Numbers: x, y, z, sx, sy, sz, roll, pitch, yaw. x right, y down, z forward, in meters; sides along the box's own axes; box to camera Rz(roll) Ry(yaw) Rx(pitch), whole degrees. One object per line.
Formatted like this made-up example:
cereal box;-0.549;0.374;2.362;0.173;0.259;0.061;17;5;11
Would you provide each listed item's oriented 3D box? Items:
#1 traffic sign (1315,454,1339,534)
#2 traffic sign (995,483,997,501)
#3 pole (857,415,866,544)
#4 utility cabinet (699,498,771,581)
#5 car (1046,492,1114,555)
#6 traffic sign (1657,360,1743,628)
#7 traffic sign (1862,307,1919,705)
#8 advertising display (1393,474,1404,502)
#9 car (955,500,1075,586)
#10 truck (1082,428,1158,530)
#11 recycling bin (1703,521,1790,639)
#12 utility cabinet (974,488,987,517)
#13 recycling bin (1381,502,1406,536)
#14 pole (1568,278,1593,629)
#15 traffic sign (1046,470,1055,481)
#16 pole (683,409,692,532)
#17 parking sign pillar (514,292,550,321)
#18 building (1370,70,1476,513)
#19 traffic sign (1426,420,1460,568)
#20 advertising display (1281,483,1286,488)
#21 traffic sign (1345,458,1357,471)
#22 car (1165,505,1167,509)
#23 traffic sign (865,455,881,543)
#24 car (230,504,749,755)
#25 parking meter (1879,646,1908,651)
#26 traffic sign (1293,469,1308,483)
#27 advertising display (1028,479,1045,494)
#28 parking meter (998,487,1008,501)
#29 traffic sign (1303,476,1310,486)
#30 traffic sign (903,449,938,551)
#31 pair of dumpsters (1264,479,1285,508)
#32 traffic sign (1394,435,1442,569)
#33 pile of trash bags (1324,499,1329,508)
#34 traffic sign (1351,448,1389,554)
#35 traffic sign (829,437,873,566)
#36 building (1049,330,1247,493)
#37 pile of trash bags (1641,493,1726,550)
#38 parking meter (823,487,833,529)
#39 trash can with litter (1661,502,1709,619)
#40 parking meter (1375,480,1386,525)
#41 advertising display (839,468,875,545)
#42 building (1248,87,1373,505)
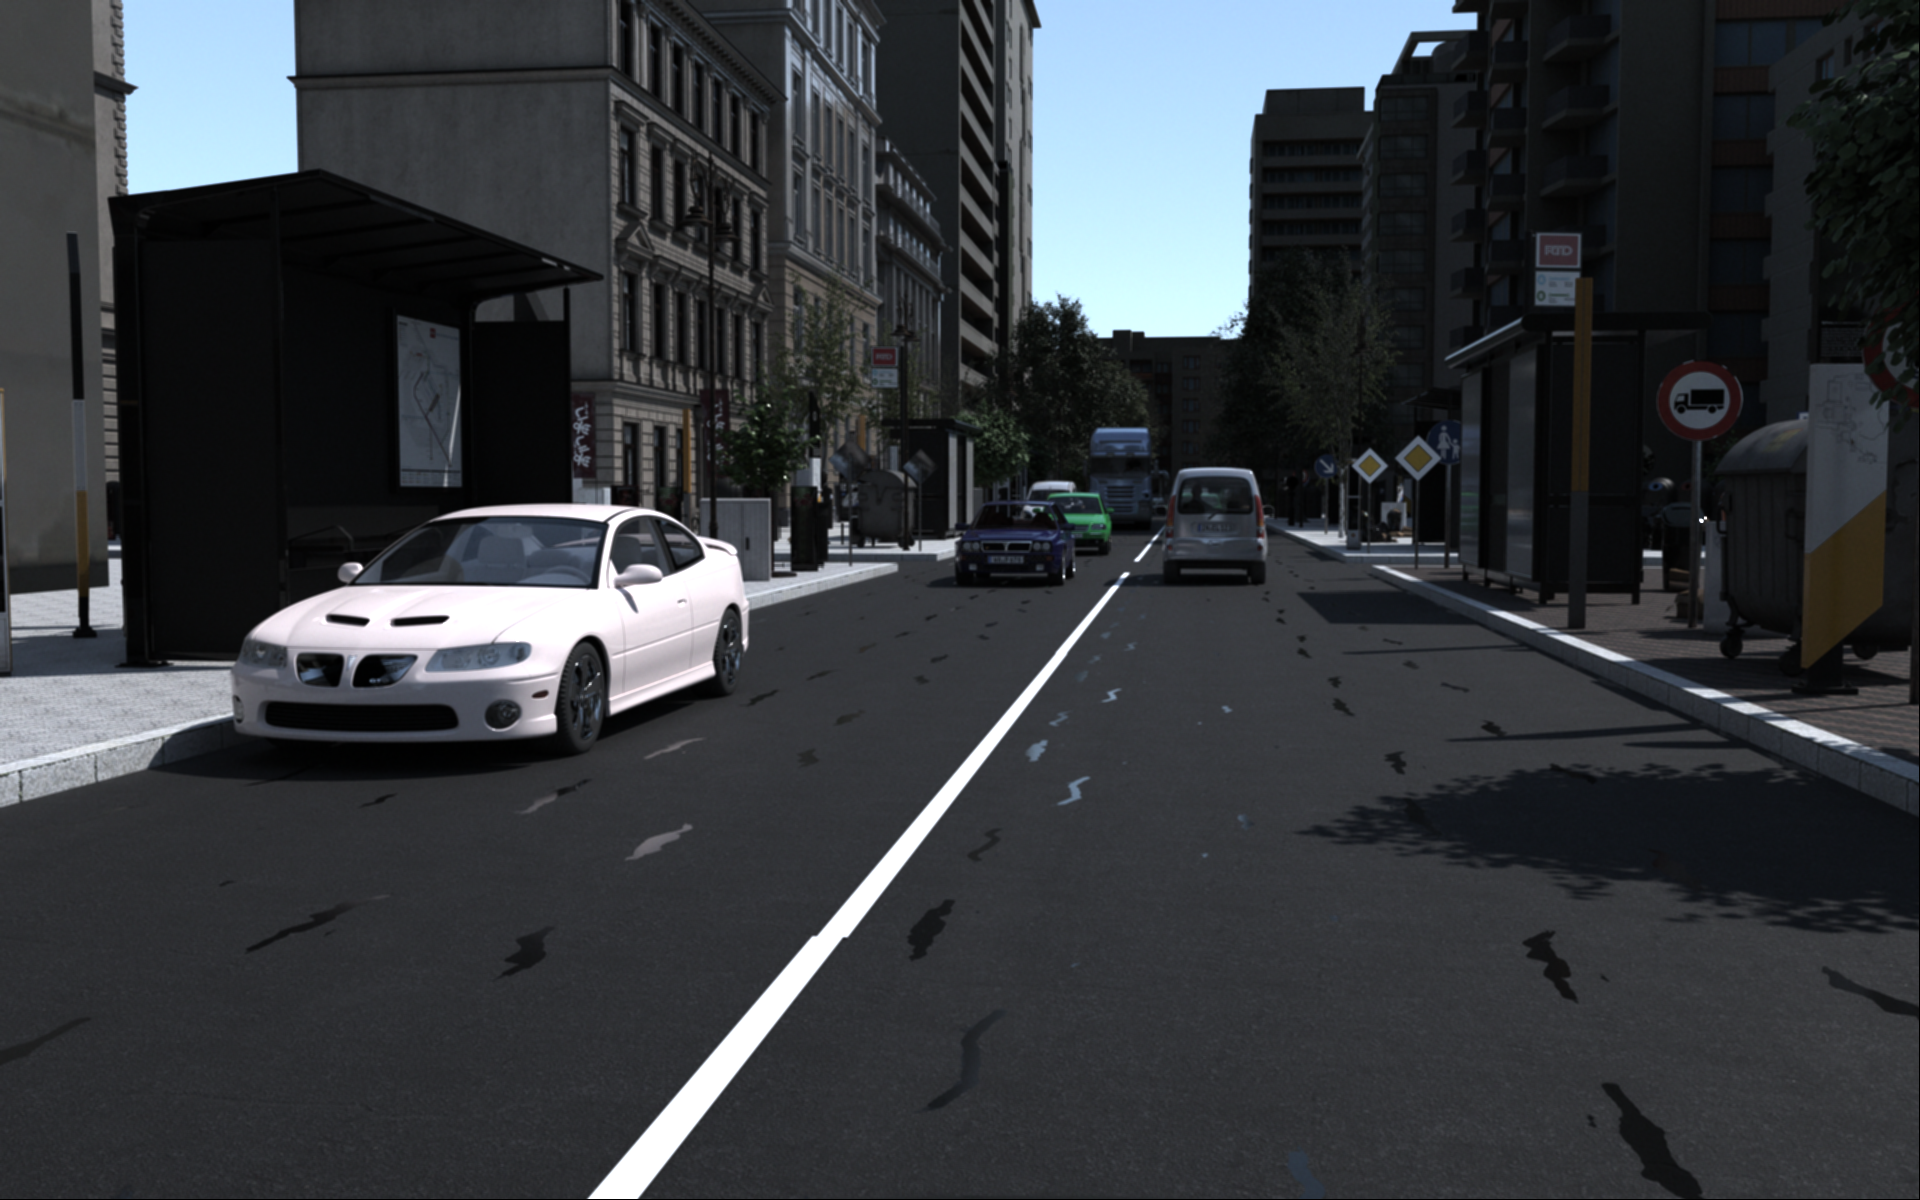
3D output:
traffic sign;11.769;-3.394;55.598;0.768;2.556;0.104;1;4;16
traffic sign;1.409;-4.146;67.787;0.884;2.594;0.081;1;4;15
pole;-2.549;-3.116;44.792;0.158;3.312;0.155;0;3;0
utility cabinet;-3.314;-0.882;25.578;1.020;1.237;0.306;0;4;0
car;2.774;-2.039;42.128;1.959;1.807;4.718;0;4;6
traffic sign;7.022;-1.004;16.526;0.768;2.556;0.104;1;4;11
traffic sign;5.851;-0.637;10.514;0.768;2.556;0.104;1;4;13
advertising display;14.007;-3.065;55.323;0.123;1.923;0.974;2;4;27
car;0.949;-0.970;28.441;1.945;1.354;3.894;0;4;7
truck;7.155;-5.282;76.123;2.967;4.110;18.799;0;4;6
recycling bin;7.260;-0.199;15.804;0.722;1.027;0.722;3;4;38
utility cabinet;0.422;-3.465;65.324;1.173;1.500;0.318;1;4;16
recycling bin;13.377;-2.500;53.427;0.722;1.027;0.722;1;4;18
pole;5.902;-1.384;16.477;0.158;3.312;0.155;0;3;0
traffic sign;4.327;-5.265;86.180;0.768;2.556;0.104;1;4;15
pole;-6.559;-2.923;41.628;0.158;3.312;0.155;0;3;0
parking sign pillar;-5.055;-1.935;20.112;1.447;3.967;1.447;-2;4;-29
building;35.905;-21.427;122.033;14.160;30.474;14.107;0;4;8
traffic sign;8.412;-1.819;29.850;0.768;2.556;0.104;1;4;9
advertising display;19.821;-6.071;104.467;0.974;1.923;0.123;3;5;41
traffic sign;14.045;-3.776;61.839;0.768;2.556;0.104;1;4;15
car;7.079;-2.635;51.878;1.959;1.807;4.718;0;4;8
traffic sign;-2.356;-2.626;45.070;0.606;2.300;0.079;1;4;8
car;-2.736;0.076;11.127;2.083;1.381;4.827;1;4;9
parking meter;7.652;-0.523;14.266;0.399;1.863;0.255;1;4;18
traffic sign;16.625;-5.168;84.607;0.768;2.556;0.104;1;4;17
advertising display;3.201;-4.278;75.159;0.974;1.923;0.123;-1;4;-13
parking meter;1.653;-3.554;66.518;0.372;1.533;0.369;0;3;0
traffic sign;20.699;-6.387;104.531;0.768;2.556;0.104;1;4;16
traffic sign;-0.888;-2.141;38.640;0.795;2.450;0.064;0;4;8
pair of dumpsters;20.084;-6.545;109.503;1.574;2.255;4.437;0;4;8
traffic sign;7.763;-1.576;29.415;0.795;2.450;0.064;0;4;8
pile of trash bags;20.652;-5.134;93.692;1.912;1.369;3.447;0;4;1
traffic sign;8.818;-2.060;37.330;0.795;2.450;0.064;0;4;8
traffic sign;-1.943;-1.656;30.724;0.795;2.450;0.064;0;4;8
building;21.399;-22.847;218.587;28.899;21.520;27.650;0;4;8
pile of trash bags;16.315;-1.848;39.975;3.447;1.369;1.912;1;4;17
parking meter;-4.876;-3.389;63.816;0.372;1.533;0.369;0;3;0
trash can with litter;7.793;-0.386;17.691;1.055;1.170;0.624;2;4;32
parking meter;17.242;-3.999;71.099;0.399;1.863;0.255;-1;4;-16
advertising display;-2.597;-2.365;43.877;0.974;1.923;0.123;1;4;22
building;45.843;-35.862;210.053;21.600;48.544;21.300;0;4;8
